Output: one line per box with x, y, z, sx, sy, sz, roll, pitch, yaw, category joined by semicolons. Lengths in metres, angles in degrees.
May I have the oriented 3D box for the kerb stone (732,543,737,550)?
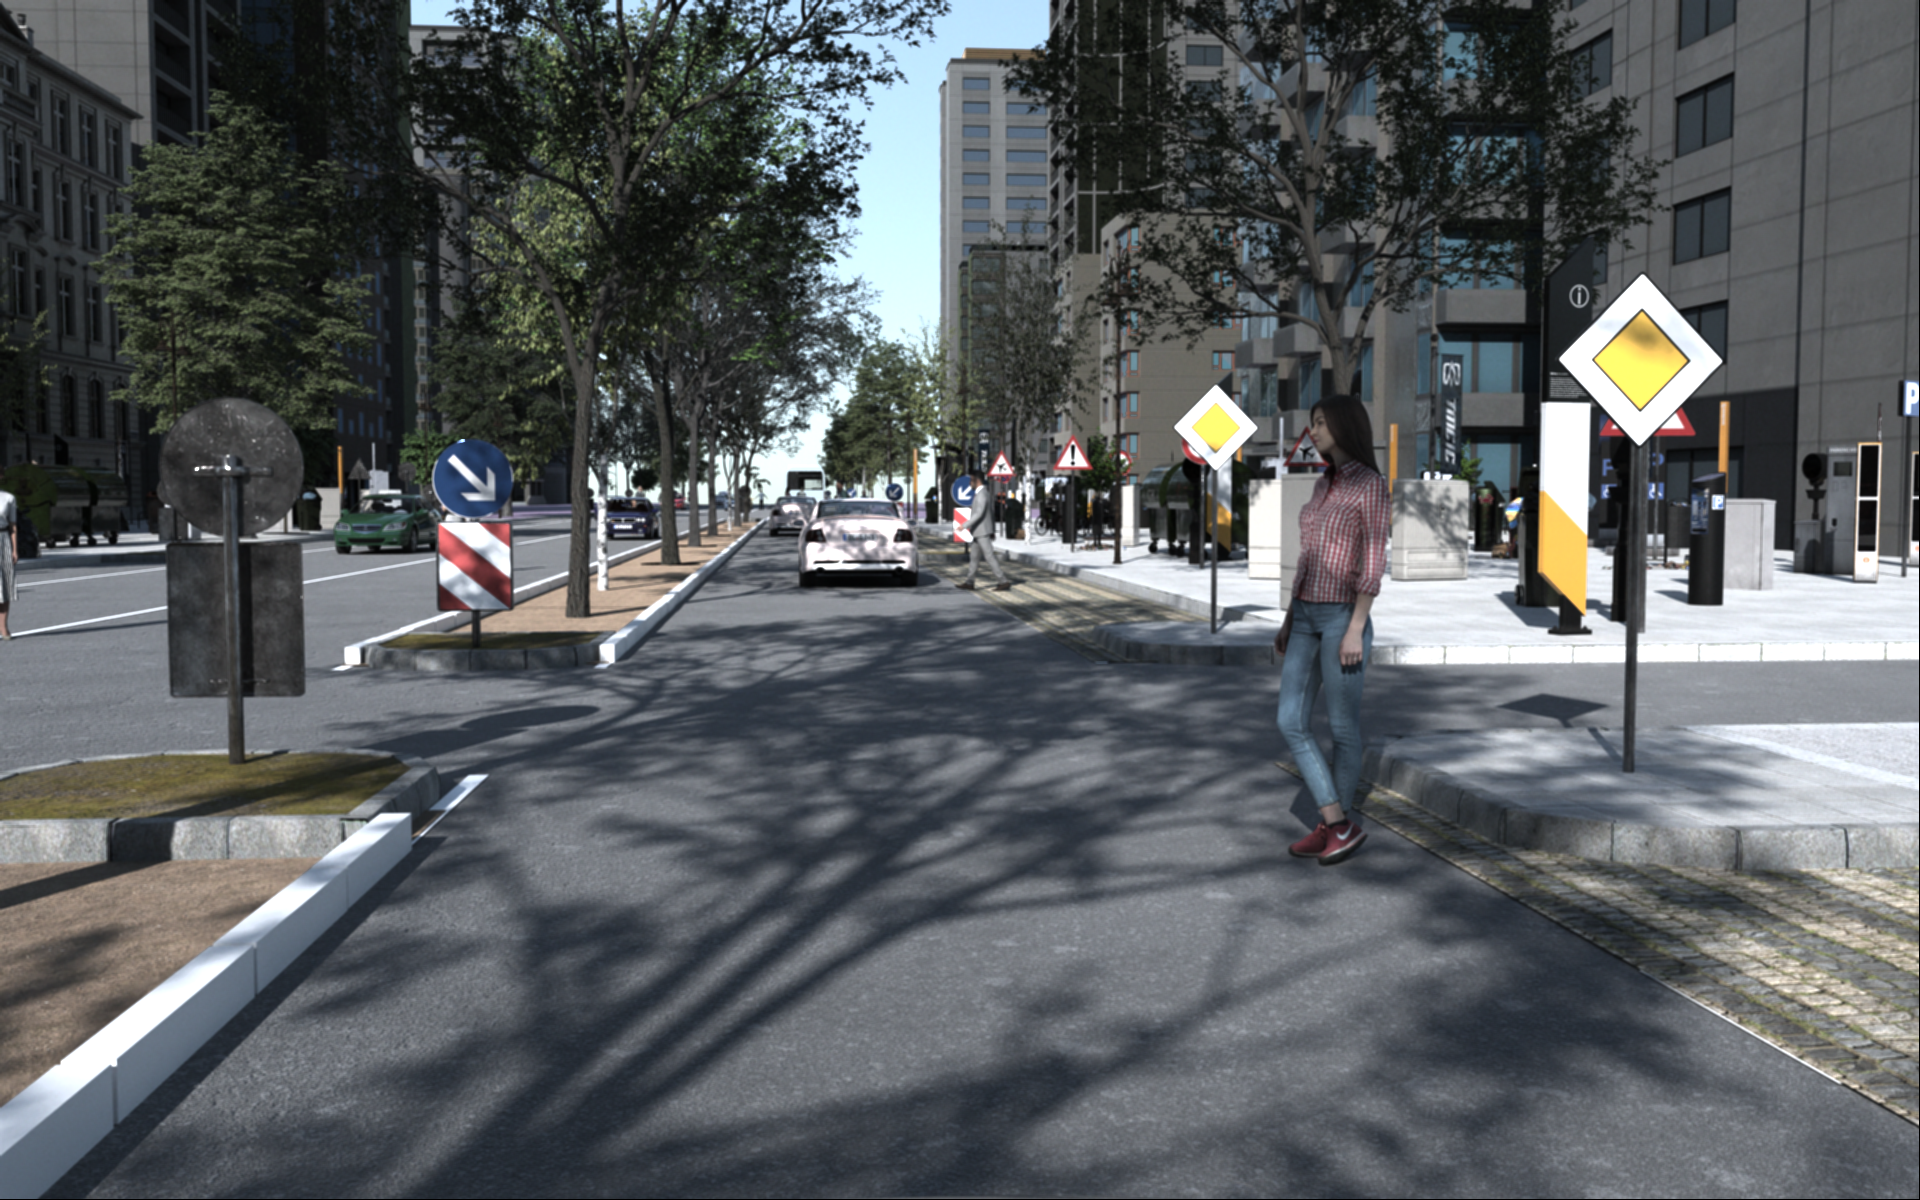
-5.651;-1.257;42.753;0.120;0.150;1.000;0;4;-5;kerb stone

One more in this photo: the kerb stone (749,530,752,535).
-6.998;-2.128;57.019;0.120;0.150;1.000;0;4;-5;kerb stone

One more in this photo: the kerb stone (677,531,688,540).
-9.099;-2.120;56.855;0.120;0.150;1.000;0;4;-5;kerb stone

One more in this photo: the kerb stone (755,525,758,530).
-7.770;-2.627;65.180;0.120;0.150;1.000;0;4;-5;kerb stone

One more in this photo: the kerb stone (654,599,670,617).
-3.527;0.119;20.312;0.120;0.150;1.000;0;4;-5;kerb stone

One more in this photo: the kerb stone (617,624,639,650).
-3.139;0.365;16.228;0.120;0.150;1.000;0;4;-5;kerb stone

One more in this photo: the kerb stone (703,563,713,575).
-4.485;-0.505;30.496;0.120;0.150;1.000;0;4;-5;kerb stone

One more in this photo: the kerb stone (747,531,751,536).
-6.907;-2.067;55.993;0.120;0.150;1.000;0;4;-5;kerb stone

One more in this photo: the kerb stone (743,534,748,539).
-6.515;-1.818;51.921;0.120;0.150;1.000;0;4;-5;kerb stone

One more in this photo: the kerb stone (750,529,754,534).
-7.201;-2.253;59.059;0.120;0.150;1.000;0;4;-5;kerb stone

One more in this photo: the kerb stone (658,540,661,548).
-8.040;-1.430;45.622;0.120;0.150;1.000;0;4;-5;kerb stone

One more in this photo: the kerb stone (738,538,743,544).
-6.128;-1.564;47.845;0.120;0.150;1.000;0;4;-5;kerb stone

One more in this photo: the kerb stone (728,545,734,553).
-5.453;-1.133;40.713;0.120;0.150;1.000;0;4;-5;kerb stone

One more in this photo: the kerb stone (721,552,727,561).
-5.066;-0.879;36.634;0.120;0.150;1.000;0;4;-5;kerb stone

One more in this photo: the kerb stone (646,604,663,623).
-3.433;0.177;19.294;0.120;0.150;1.000;0;4;-5;kerb stone

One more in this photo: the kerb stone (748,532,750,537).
-6.811;-2.005;54.974;0.120;0.150;1.000;0;4;-5;kerb stone

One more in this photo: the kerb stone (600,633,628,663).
-3.044;0.428;15.202;0.120;0.150;1.000;0;4;-5;kerb stone

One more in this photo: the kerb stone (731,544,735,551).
-5.553;-1.195;41.730;0.120;0.150;1.000;0;4;-5;kerb stone

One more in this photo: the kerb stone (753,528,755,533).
-7.386;-2.380;61.105;0.120;0.150;1.000;0;4;-5;kerb stone

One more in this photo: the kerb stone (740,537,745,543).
-6.222;-1.628;48.866;0.120;0.150;1.000;0;4;-5;kerb stone

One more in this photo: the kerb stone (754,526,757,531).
-7.583;-2.504;63.145;0.120;0.150;1.000;0;4;-5;kerb stone

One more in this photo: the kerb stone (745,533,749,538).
-6.612;-1.876;52.940;0.120;0.150;1.000;0;4;-5;kerb stone

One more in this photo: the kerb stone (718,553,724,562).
-4.978;-0.821;35.615;0.120;0.150;1.000;0;4;-5;kerb stone

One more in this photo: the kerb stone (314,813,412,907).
-2.219;0.962;6.466;0.120;0.150;1.000;0;4;-5;kerb stone

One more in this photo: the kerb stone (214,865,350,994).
-2.119;1.024;5.449;0.120;0.150;1.000;0;4;-5;kerb stone

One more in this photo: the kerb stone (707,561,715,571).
-4.586;-0.571;31.524;0.120;0.150;1.000;0;4;-5;kerb stone

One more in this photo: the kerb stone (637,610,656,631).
-3.331;0.240;18.270;0.120;0.150;1.000;0;4;-5;kerb stone

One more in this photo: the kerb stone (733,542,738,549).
-5.750;-1.320;43.770;0.120;0.150;1.000;0;4;-5;kerb stone

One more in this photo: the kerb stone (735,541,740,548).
-5.835;-1.382;44.789;0.120;0.150;1.000;0;4;-5;kerb stone

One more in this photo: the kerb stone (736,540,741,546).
-5.936;-1.443;45.806;0.120;0.150;1.000;0;4;-5;kerb stone

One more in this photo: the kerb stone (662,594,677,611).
-3.616;0.057;21.334;0.120;0.150;1.000;0;4;-5;kerb stone

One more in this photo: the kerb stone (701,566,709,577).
-4.395;-0.444;29.478;0.120;0.150;1.000;0;4;-5;kerb stone

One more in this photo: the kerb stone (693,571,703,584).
-4.202;-0.321;27.443;0.120;0.150;1.000;0;4;-5;kerb stone

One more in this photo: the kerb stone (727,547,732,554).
-5.357;-1.067;39.686;0.120;0.150;1.000;0;4;-5;kerb stone

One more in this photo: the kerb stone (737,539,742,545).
-6.030;-1.506;46.823;0.120;0.150;1.000;0;4;-5;kerb stone

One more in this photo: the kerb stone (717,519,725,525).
-11.793;-3.865;85.393;0.120;0.150;1.000;0;4;-5;kerb stone

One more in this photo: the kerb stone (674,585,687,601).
-3.813;-0.072;23.368;0.120;0.150;1.000;0;4;-5;kerb stone

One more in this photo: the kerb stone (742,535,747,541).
-6.422;-1.756;50.904;0.120;0.150;1.000;0;4;-5;kerb stone

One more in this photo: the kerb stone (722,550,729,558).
-5.167;-0.935;37.651;0.120;0.150;1.000;0;4;-5;kerb stone

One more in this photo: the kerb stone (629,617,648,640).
-3.234;0.304;17.249;0.120;0.150;1.000;0;4;-5;kerb stone

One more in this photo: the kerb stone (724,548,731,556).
-5.256;-1.005;38.669;0.120;0.150;1.000;0;4;-5;kerb stone

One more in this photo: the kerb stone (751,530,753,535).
-7.093;-2.192;58.039;0.120;0.150;1.000;0;4;-5;kerb stone

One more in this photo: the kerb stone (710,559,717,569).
-4.689;-0.633;32.541;0.120;0.150;1.000;0;4;-5;kerb stone

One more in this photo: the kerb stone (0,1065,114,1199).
-1.924;1.150;3.404;0.120;0.150;1.000;0;4;-5;kerb stone

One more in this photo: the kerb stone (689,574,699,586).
-4.106;-0.259;26.425;0.120;0.150;1.000;0;4;-5;kerb stone

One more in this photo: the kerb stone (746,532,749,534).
-6.713;-1.943;53.957;0.120;0.150;1.000;0;4;-5;kerb stone

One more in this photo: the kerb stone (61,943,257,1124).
-2.021;1.087;4.426;0.120;0.150;1.000;0;4;-5;kerb stone

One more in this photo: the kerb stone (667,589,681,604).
-3.724;-0.009;22.350;0.120;0.150;1.000;0;4;-5;kerb stone

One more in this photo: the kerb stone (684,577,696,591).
-4.004;-0.196;25.403;0.120;0.150;1.000;0;4;-5;kerb stone

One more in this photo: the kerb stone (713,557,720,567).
-4.781;-0.688;33.569;0.120;0.150;1.000;0;4;-5;kerb stone

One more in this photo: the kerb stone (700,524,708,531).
-10.345;-2.930;70.104;0.120;0.150;1.000;0;4;-5;kerb stone

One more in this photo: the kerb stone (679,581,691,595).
-3.909;-0.134;24.385;0.120;0.150;1.000;0;4;-5;kerb stone

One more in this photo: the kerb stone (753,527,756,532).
-7.484;-2.442;62.123;0.120;0.150;1.000;0;4;-5;kerb stone

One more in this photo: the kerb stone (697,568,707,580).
-4.292;-0.383;28.461;0.120;0.150;1.000;0;4;-5;kerb stone

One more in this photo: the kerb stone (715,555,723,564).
-4.871;-0.758;34.588;0.120;0.150;1.000;0;4;-5;kerb stone
